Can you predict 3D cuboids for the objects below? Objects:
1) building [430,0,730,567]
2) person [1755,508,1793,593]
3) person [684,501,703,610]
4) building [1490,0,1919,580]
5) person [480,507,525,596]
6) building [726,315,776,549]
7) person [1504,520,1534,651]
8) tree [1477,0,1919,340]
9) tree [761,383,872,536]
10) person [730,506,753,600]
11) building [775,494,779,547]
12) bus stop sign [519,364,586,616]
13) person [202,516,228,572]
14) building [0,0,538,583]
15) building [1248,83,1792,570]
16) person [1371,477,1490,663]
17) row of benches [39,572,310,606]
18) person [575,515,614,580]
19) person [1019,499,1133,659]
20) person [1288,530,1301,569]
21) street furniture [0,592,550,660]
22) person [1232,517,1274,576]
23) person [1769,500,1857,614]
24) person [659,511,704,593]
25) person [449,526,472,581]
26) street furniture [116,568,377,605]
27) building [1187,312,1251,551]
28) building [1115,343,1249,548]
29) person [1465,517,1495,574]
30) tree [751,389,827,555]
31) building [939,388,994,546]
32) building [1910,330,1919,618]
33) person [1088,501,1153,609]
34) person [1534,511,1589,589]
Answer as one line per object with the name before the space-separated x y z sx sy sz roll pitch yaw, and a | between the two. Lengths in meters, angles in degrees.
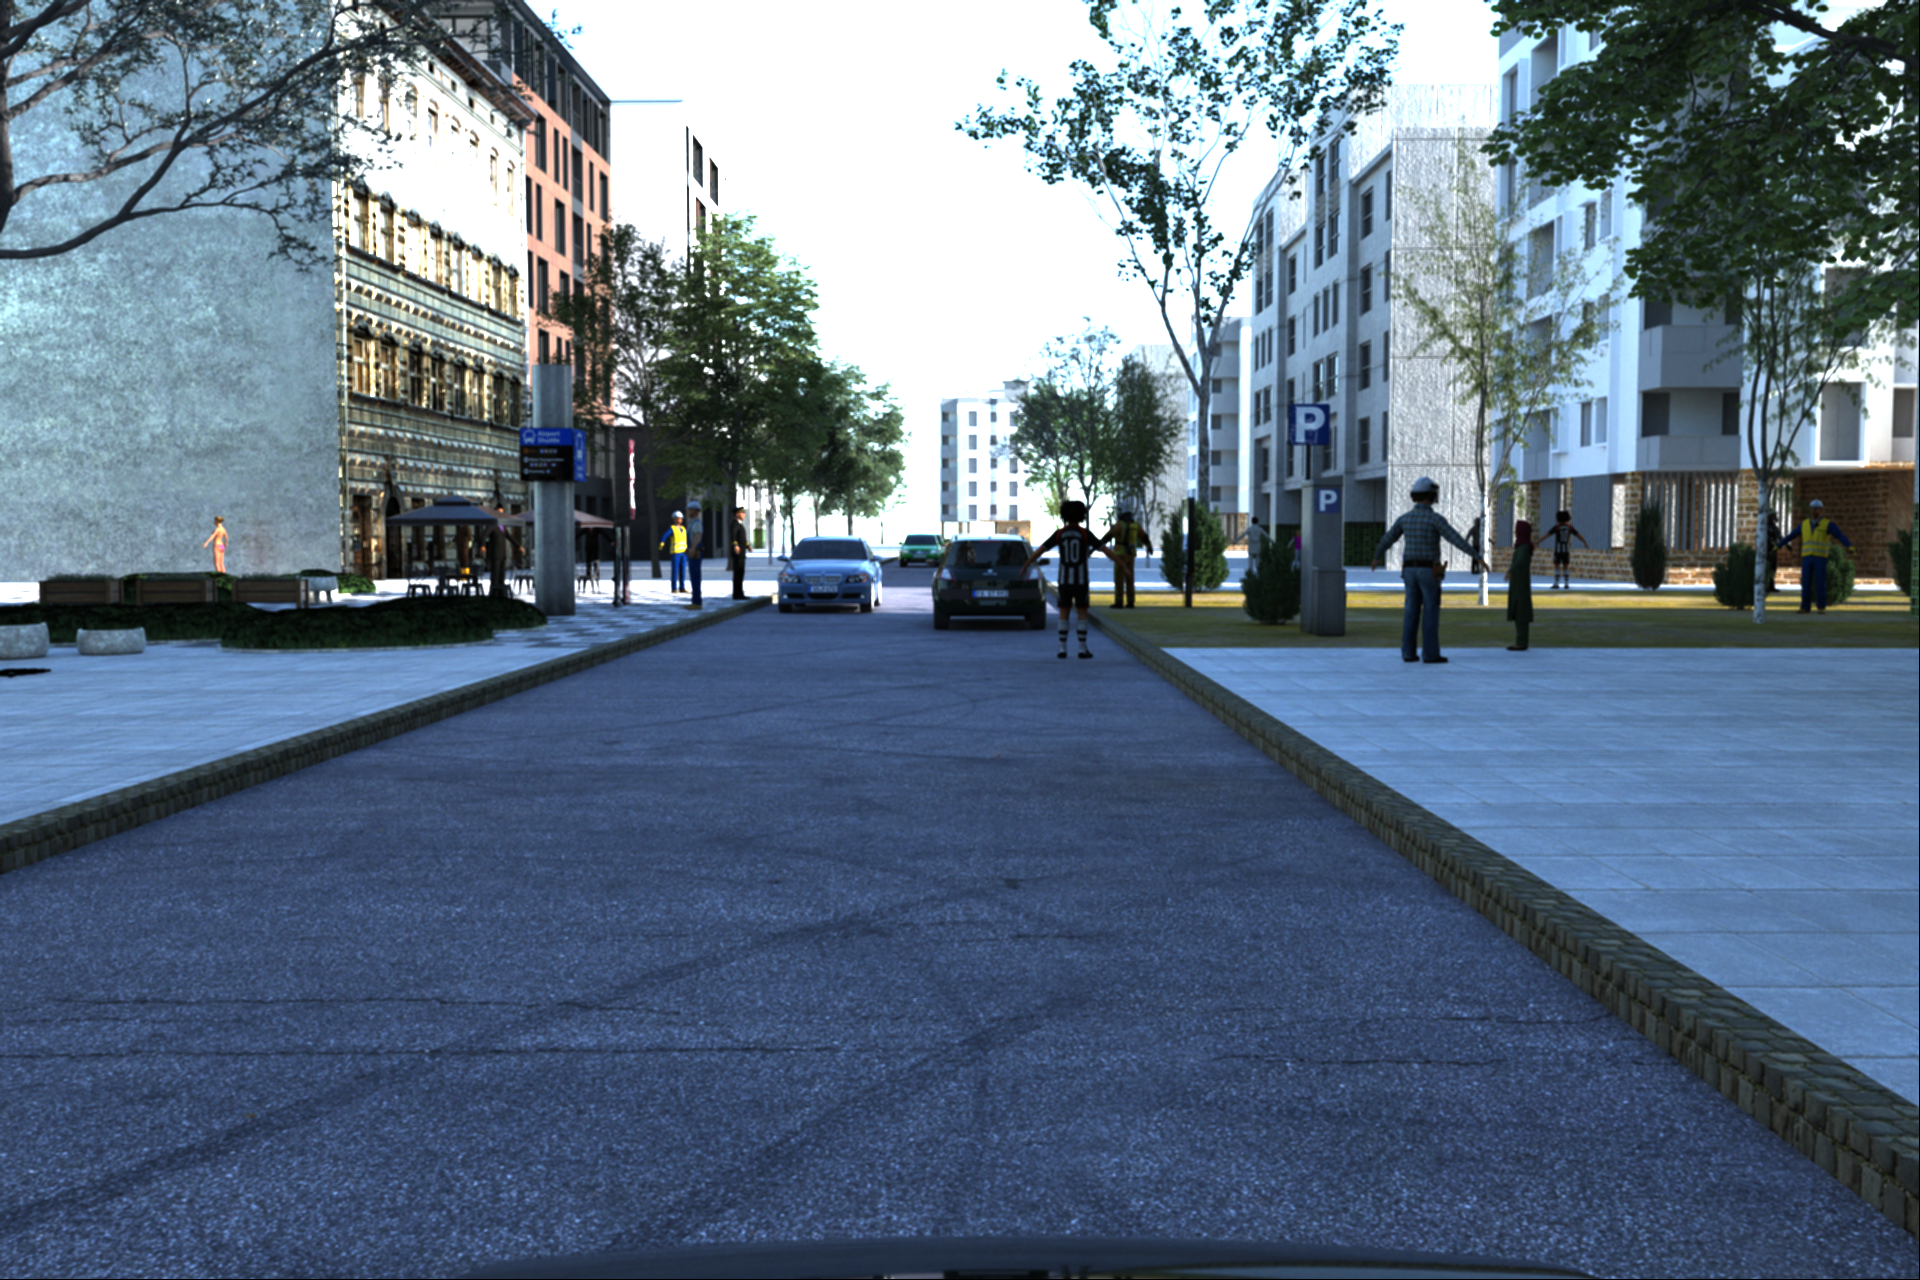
building | -26.970 -14.436 80.002 27.936 21.610 32.646 0 4 1
person | 17.838 -1.976 38.091 1.354 1.856 0.705 -2 4 -35
person | -4.541 -1.444 29.470 0.705 1.847 1.347 -1 4 -13
building | 22.895 -12.207 56.000 16.016 20.090 11.380 0 4 1
person | -8.844 -1.653 33.252 0.704 1.802 1.346 1 4 21
building | -25.749 -16.982 144.112 16.747 18.905 31.486 0 4 1
person | 6.149 -0.609 19.172 0.599 1.438 0.989 2 4 26
tree | 7.352 -5.731 11.835 7.486 12.596 7.792 0 3 0
tree | -8.839 -10.356 103.729 7.601 10.594 8.767 -3 5 -43
person | -4.302 -1.710 33.893 0.705 1.837 1.347 0 4 5
building | -23.230 -14.537 179.829 9.099 9.664 28.070 0 4 0
bus stop sign | -6.373 -2.334 27.169 0.837 3.901 0.837 0 4 1
person | -18.940 -2.279 44.069 0.721 1.733 1.217 0 4 2
building | -25.066 -13.618 53.583 19.493 23.208 18.063 0 4 1
building | 23.721 -12.861 76.727 16.747 18.905 31.486 0 4 1
person | 4.650 -0.703 17.331 0.704 1.849 1.345 -3 5 -42
row of benches | -12.658 -0.755 27.800 4.104 0.672 1.422 -1 4 -9
person | -10.177 -2.550 47.882 1.347 1.806 0.705 0 4 -1
person | 1.318 -0.697 20.004 1.345 1.843 0.704 1 4 14
person | 11.550 -3.036 58.897 0.991 1.433 0.599 -2 4 -25
street furniture | -9.431 -0.294 20.434 10.072 0.657 5.734 -2 4 -32
person | 9.073 -2.890 53.446 1.347 1.806 0.705 0 4 -8
person | 13.784 -1.345 27.952 0.705 1.833 1.349 -3 5 -44
person | -6.046 -1.898 37.490 0.721 1.772 1.216 3 5 40
person | -13.639 -2.528 47.475 0.704 1.812 1.346 -3 5 -39
street furniture | -14.826 -1.175 34.832 5.734 0.657 10.072 -1 4 -16
building | 24.551 -17.767 146.903 16.016 20.090 11.380 0 4 1
building | 24.842 -18.511 169.109 16.747 18.905 31.486 0 4 1
person | 16.573 -3.014 55.413 1.348 1.813 0.705 -2 4 -33
tree | -8.386 -8.022 81.517 4.360 8.622 3.978 0 3 0
building | -2.391 -21.910 217.104 11.380 20.090 16.016 0 4 6
building | 23.067 -8.808 10.475 16.747 18.905 31.486 0 3 0
person | 2.829 -1.479 29.944 1.354 1.858 0.705 -2 4 -30
person | 14.124 -2.112 40.667 1.345 1.843 0.704 0 4 0
